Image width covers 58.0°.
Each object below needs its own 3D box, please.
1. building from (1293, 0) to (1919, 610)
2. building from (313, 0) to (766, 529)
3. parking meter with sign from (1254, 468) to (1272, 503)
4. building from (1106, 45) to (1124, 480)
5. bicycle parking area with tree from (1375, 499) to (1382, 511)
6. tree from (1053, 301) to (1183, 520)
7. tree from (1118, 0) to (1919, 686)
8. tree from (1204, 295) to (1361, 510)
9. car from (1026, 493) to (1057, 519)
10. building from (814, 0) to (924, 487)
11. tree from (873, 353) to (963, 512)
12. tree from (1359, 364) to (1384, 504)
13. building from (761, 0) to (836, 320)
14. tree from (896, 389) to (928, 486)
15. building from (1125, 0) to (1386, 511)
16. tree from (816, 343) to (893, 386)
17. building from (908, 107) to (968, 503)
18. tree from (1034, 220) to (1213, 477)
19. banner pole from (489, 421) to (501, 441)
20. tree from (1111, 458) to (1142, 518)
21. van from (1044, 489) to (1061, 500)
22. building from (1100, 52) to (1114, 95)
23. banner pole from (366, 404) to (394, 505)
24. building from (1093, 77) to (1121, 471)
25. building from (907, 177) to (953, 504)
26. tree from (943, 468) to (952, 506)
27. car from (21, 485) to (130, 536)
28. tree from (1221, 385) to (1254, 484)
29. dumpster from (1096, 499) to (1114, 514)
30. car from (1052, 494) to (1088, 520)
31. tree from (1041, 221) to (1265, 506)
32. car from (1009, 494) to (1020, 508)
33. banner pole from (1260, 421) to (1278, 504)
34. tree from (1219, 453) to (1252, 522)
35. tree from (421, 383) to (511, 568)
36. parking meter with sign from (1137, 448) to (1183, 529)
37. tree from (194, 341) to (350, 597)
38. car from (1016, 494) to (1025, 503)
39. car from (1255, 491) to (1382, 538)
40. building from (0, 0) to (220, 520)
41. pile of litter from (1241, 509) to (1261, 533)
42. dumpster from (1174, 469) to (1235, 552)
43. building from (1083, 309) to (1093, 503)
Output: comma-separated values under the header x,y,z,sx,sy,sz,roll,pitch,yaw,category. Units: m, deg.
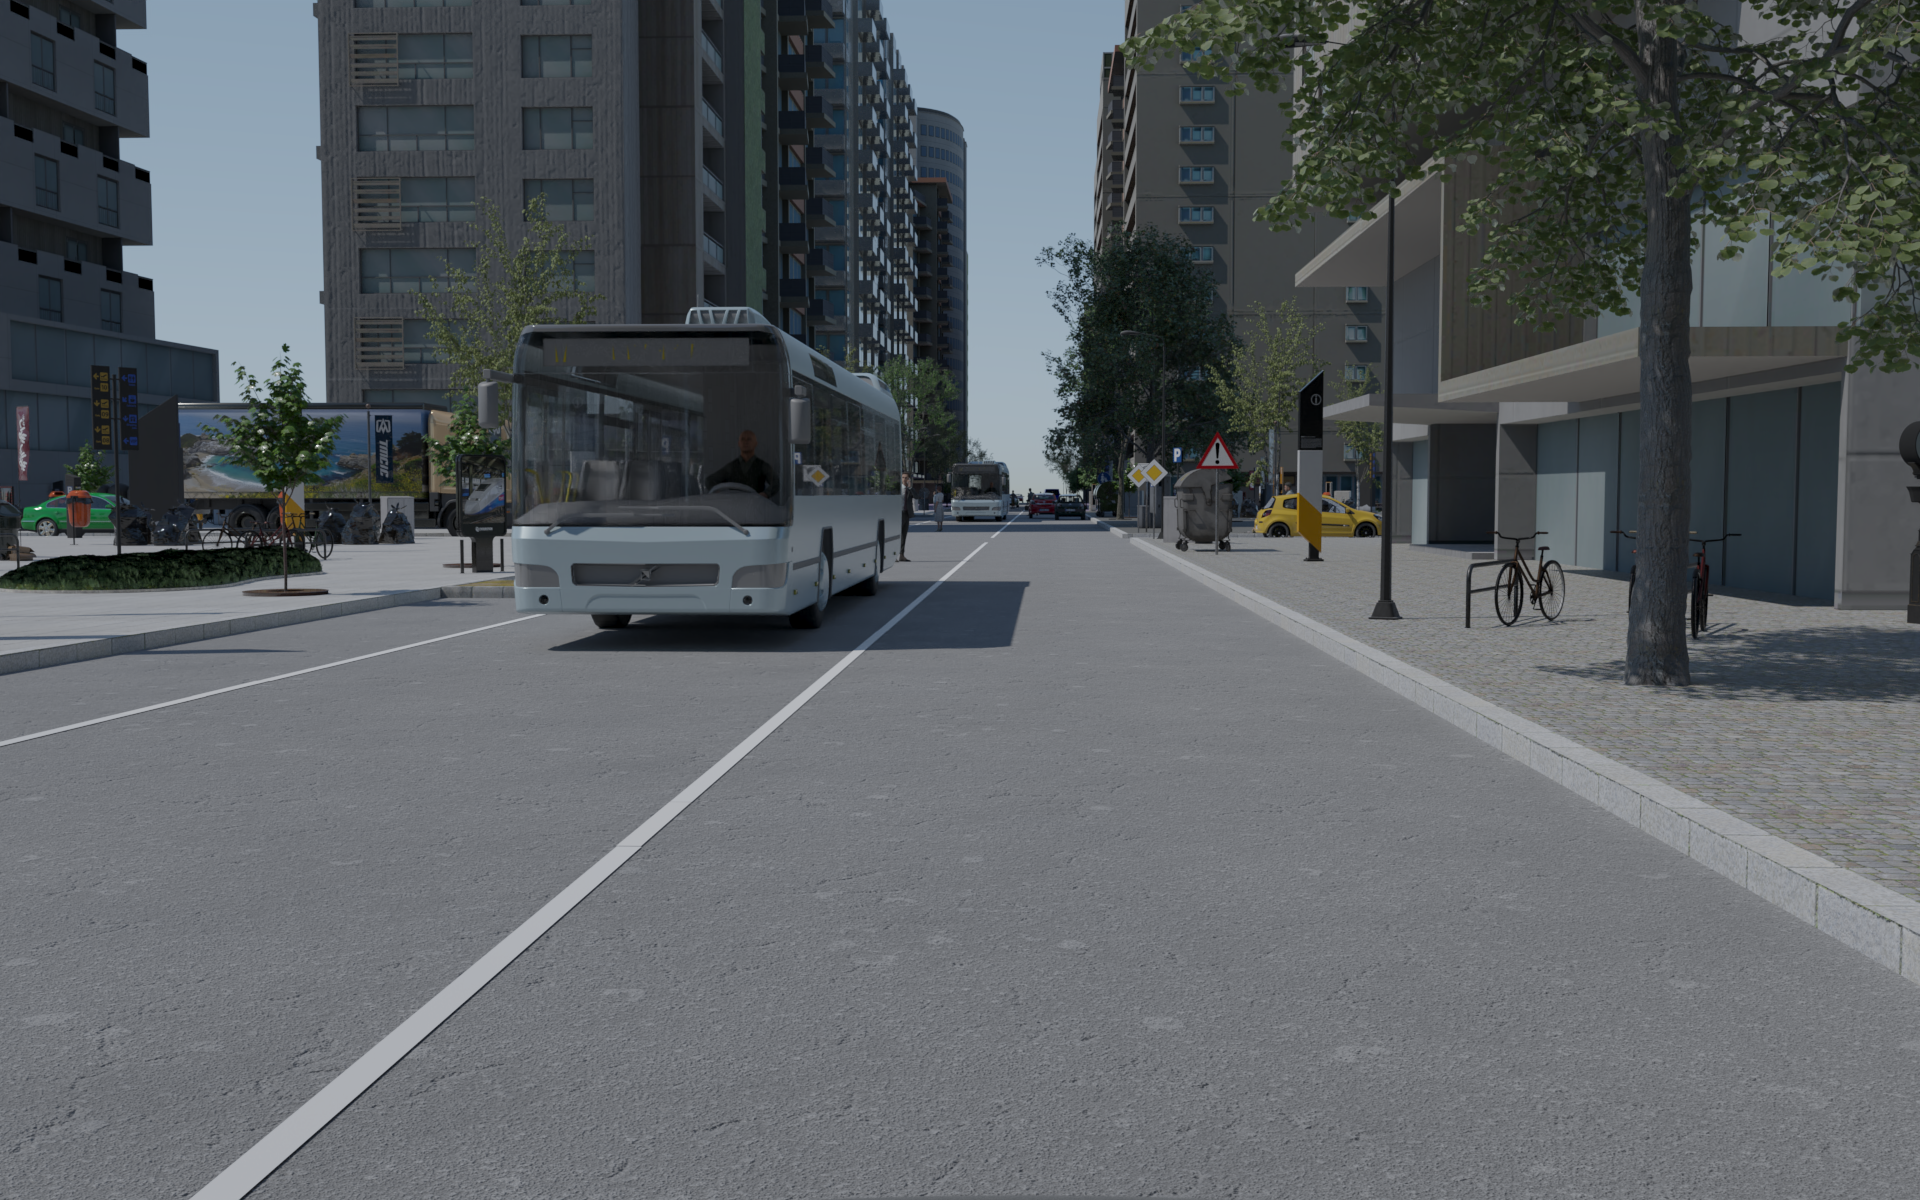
x,y,z,sx,sy,sz,roll,pitch,yaw,category
21.450,-27.000,30.685,28.713,52.752,27.495,0,4,3,building
-15.754,-23.516,68.087,14.154,41.232,14.086,0,4,3,building
20.148,-7.176,113.582,1.738,3.016,0.543,1,4,14,parking meter with sign
25.457,-31.412,168.203,22.147,44.769,28.867,0,4,3,building
33.506,-8.522,126.328,9.016,4.147,8.231,3,5,40,bicycle parking area with tree
8.151,-9.830,86.469,9.928,11.665,9.643,0,3,0,tree
4.540,-5.729,11.791,7.486,12.596,7.792,0,3,0,tree
11.474,-6.943,63.887,4.737,8.622,4.395,0,3,0,tree
4.985,-5.738,102.851,2.155,1.783,4.494,0,4,2,car
-16.084,-34.239,179.420,23.786,49.044,30.456,0,4,3,building
-3.752,-12.285,126.619,9.928,11.665,9.643,0,3,0,tree
22.281,-8.893,95.757,4.737,8.622,4.395,0,3,0,tree
-19.046,-27.219,99.660,22.147,44.769,28.867,0,4,3,building
-4.698,-10.044,114.583,4.360,8.622,3.978,0,3,0,tree
24.568,-31.699,141.982,21.300,48.544,21.600,0,4,3,building
-5.886,-8.142,83.477,4.737,8.622,4.395,0,3,0,tree
-10.065,-44.035,261.977,21.231,58.520,28.212,0,4,3,building
11.276,-16.002,117.518,12.611,20.169,13.585,0,3,0,tree
-13.324,-3.619,49.185,0.401,3.779,0.863,3,4,36,banner pole
9.050,-6.002,92.741,1.663,3.219,1.824,0,3,0,tree
10.672,-12.085,201.969,2.240,2.365,5.245,0,4,1,van
30.759,-51.461,279.635,20.563,71.187,20.611,0,4,3,building
-16.196,-3.560,48.227,0.863,3.779,0.401,-1,4,-16,banner pole
26.175,-34.836,193.270,21.300,48.544,21.600,0,4,3,building
-12.324,-35.435,233.986,22.147,44.769,28.867,0,4,3,building
-0.323,-12.654,190.598,4.285,4.588,4.351,0,3,0,tree
-27.411,-2.849,55.373,4.718,1.807,1.959,0,4,2,car
16.143,-9.486,105.463,4.360,8.622,3.978,0,3,0,tree
8.738,-5.988,103.661,1.264,1.857,1.865,0,4,3,dumpster
6.129,-5.302,96.474,2.009,1.686,4.222,0,4,3,car
8.157,-9.548,73.118,9.611,12.733,9.660,0,3,0,tree
5.397,-10.615,185.359,2.131,1.459,4.920,0,4,4,car
10.634,-4.212,58.888,0.401,3.779,0.863,2,4,31,banner pole
12.552,-5.243,80.324,1.663,3.219,1.824,0,3,0,tree
-8.700,-2.191,30.426,1.663,3.219,1.824,0,3,0,tree
7.475,-4.196,64.861,1.738,3.016,0.543,-2,4,-27,parking meter with sign
-8.484,-1.674,21.966,1.663,3.219,1.824,0,3,0,tree
9.732,-17.163,289.646,2.155,1.783,4.494,0,4,3,car
10.954,-2.582,52.439,3.980,1.641,2.015,0,4,3,car
-52.331,-29.671,74.354,27.495,52.752,28.713,0,4,3,building
10.151,-2.638,57.100,1.719,0.858,1.176,3,5,39,pile of litter
5.530,-2.042,39.148,1.264,1.857,1.865,0,4,3,dumpster
25.730,-30.076,263.447,14.160,30.474,14.107,0,4,3,building
